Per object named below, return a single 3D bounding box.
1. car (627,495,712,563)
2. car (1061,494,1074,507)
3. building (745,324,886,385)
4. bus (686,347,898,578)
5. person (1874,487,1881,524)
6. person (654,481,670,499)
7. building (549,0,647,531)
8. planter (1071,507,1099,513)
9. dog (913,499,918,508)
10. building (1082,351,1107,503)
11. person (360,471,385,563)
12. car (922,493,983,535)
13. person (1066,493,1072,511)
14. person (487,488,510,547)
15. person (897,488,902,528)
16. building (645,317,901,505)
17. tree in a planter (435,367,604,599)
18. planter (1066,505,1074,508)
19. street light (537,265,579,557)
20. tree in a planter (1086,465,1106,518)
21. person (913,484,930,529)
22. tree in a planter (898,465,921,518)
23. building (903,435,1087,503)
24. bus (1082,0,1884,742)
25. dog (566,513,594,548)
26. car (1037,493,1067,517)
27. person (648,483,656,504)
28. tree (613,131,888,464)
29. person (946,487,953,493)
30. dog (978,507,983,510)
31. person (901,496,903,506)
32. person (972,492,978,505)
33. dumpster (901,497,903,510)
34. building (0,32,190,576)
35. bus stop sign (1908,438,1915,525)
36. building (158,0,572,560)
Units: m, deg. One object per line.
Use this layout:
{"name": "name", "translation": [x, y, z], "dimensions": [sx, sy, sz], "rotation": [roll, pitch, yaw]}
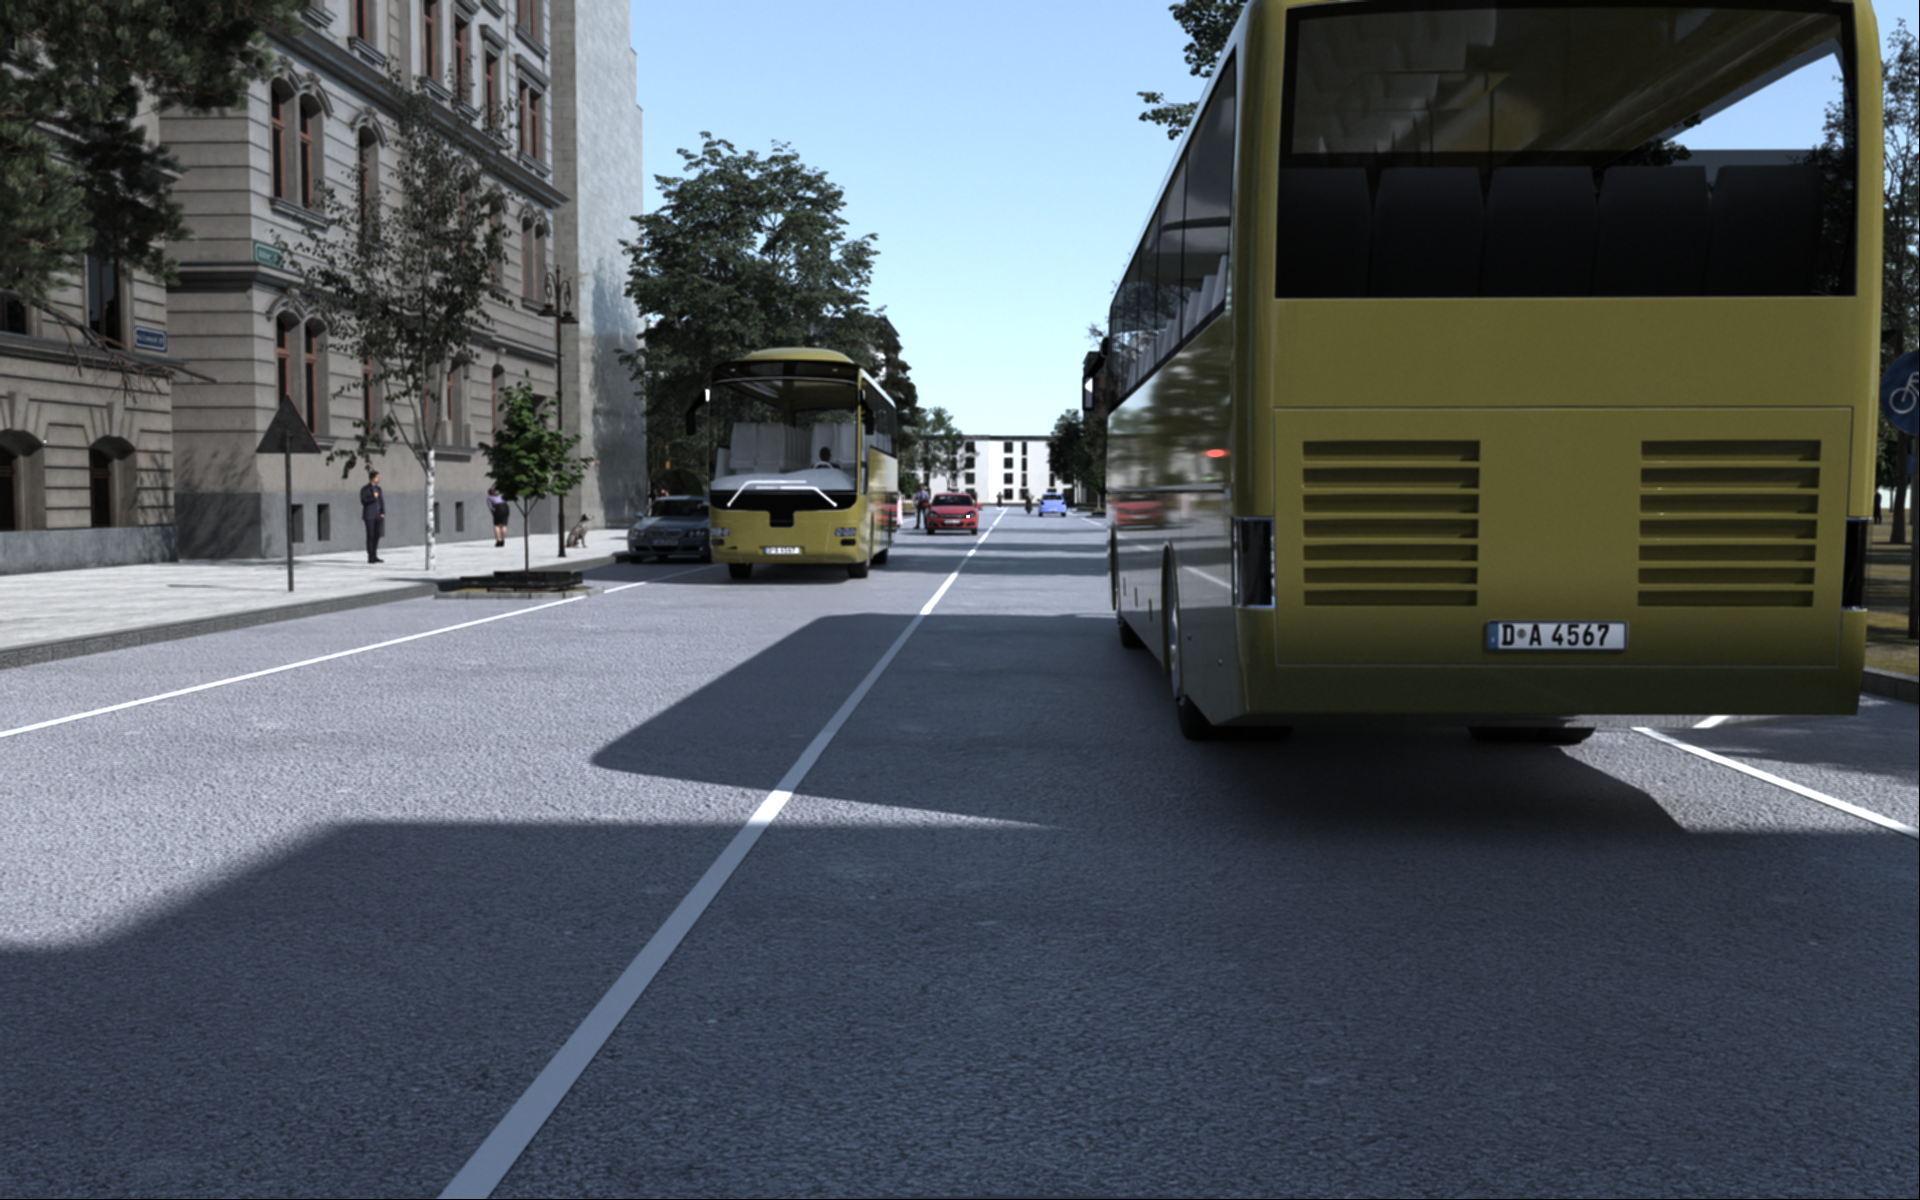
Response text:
{"name": "car", "translation": [-5.941, -1.553, 37.395], "dimensions": [2.014, 1.417, 4.499], "rotation": [0, 4, 1]}
{"name": "car", "translation": [11.215, -10.768, 185.849], "dimensions": [2.009, 1.686, 4.222], "rotation": [0, 4, 4]}
{"name": "building", "translation": [-16.158, -20.553, 192.468], "dimensions": [16.016, 20.091, 11.380], "rotation": [0, 4, 2]}
{"name": "bus", "translation": [-2.713, -2.520, 32.752], "dimensions": [2.896, 3.916, 12.252], "rotation": [0, 4, 1]}
{"name": "person", "translation": [40.382, -4.111, 76.426], "dimensions": [0.504, 1.737, 0.576], "rotation": [0, 4, -7]}
{"name": "person", "translation": [-8.174, -2.438, 47.367], "dimensions": [0.593, 1.643, 0.415], "rotation": [2, 4, 25]}
{"name": "building", "translation": [-21.139, -12.800, 64.025], "dimensions": [16.860, 20.320, 10.420], "rotation": [0, 4, 2]}
{"name": "planter", "translation": [9.594, -6.812, 132.520], "dimensions": [1.991, 0.319, 1.994], "rotation": [0, 4, 2]}
{"name": "dog", "translation": [-3.802, -8.619, 155.302], "dimensions": [0.800, 0.831, 0.513], "rotation": [0, 4, 5]}
{"name": "building", "translation": [34.966, -25.291, 257.482], "dimensions": [32.646, 21.610, 27.936], "rotation": [0, 4, 2]}
{"name": "person", "translation": [-10.925, -1.546, 32.237], "dimensions": [0.530, 1.710, 0.541], "rotation": [2, 4, 35]}
{"name": "car", "translation": [-0.268, -3.230, 61.855], "dimensions": [2.155, 1.783, 4.494], "rotation": [0, 4, 0]}
{"name": "person", "translation": [9.084, -8.170, 144.615], "dimensions": [0.613, 1.512, 0.480], "rotation": [2, 4, 26]}
{"name": "person", "translation": [-11.243, -2.007, 42.084], "dimensions": [0.421, 1.427, 0.697], "rotation": [-3, 5, -45]}
{"name": "person", "translation": [-2.705, -3.933, 73.478], "dimensions": [0.621, 1.740, 0.551], "rotation": [2, 4, 34]}
{"name": "building", "translation": [-24.353, -22.667, 214.577], "dimensions": [32.646, 21.610, 27.936], "rotation": [0, 4, 2]}
{"name": "tree in a planter", "translation": [-6.148, -1.667, 24.476], "dimensions": [1.991, 3.239, 1.994], "rotation": [0, 4, 2]}
{"name": "planter", "translation": [11.272, -9.882, 182.704], "dimensions": [1.991, 0.319, 1.994], "rotation": [0, 4, 2]}
{"name": "street light", "translation": [-8.096, -3.808, 35.049], "dimensions": [0.468, 5.910, 1.993], "rotation": [0, 4, 2]}
{"name": "tree in a planter", "translation": [8.690, -6.623, 105.502], "dimensions": [1.991, 3.239, 1.994], "rotation": [0, 4, 2]}
{"name": "person", "translation": [-1.604, -3.827, 70.948], "dimensions": [0.709, 1.838, 0.599], "rotation": [1, 4, 12]}
{"name": "tree in a planter", "translation": [-3.418, -6.659, 106.102], "dimensions": [1.991, 3.239, 1.994], "rotation": [0, 4, 2]}
{"name": "building", "translation": [4.317, -18.809, 249.680], "dimensions": [28.070, 9.664, 9.099], "rotation": [0, 4, 2]}
{"name": "bus", "translation": [2.569, -1.305, 12.877], "dimensions": [2.896, 3.916, 12.252], "rotation": [0, 4, 2]}
{"name": "dog", "translation": [-9.273, -1.669, 41.673], "dimensions": [0.800, 0.831, 0.513], "rotation": [2, 4, 30]}
{"name": "car", "translation": [5.846, -6.140, 109.977], "dimensions": [1.945, 1.707, 3.694], "rotation": [0, 4, 1]}
{"name": "person", "translation": [-12.134, -3.818, 69.289], "dimensions": [0.655, 1.722, 0.431], "rotation": [-3, 5, -42]}
{"name": "tree", "translation": [-7.529, -9.511, 62.165], "dimensions": [9.857, 13.997, 8.962], "rotation": [0, 3, 0]}
{"name": "person", "translation": [-0.648, -5.993, 106.361], "dimensions": [0.709, 1.838, 0.599], "rotation": [0, 4, 8]}
{"name": "dog", "translation": [1.783, -8.118, 152.925], "dimensions": [0.748, 0.427, 0.550], "rotation": [3, 4, 38]}
{"name": "person", "translation": [-6.656, -11.265, 193.408], "dimensions": [0.799, 1.438, 0.628], "rotation": [2, 4, 28]}
{"name": "person", "translation": [1.997, -13.267, 226.099], "dimensions": [0.721, 1.739, 1.217], "rotation": [-3, 5, -41]}
{"name": "dumpster", "translation": [-5.123, -7.915, 135.169], "dimensions": [1.264, 1.857, 1.865], "rotation": [0, 4, 2]}
{"name": "building", "translation": [-20.512, -12.003, 15.335], "dimensions": [14.460, 24.649, 34.723], "rotation": [0, 4, 2]}
{"name": "bus stop sign", "translation": [39.547, -5.037, 71.377], "dimensions": [0.837, 3.901, 0.837], "rotation": [2, 4, 32]}
{"name": "building", "translation": [-19.514, -15.718, 44.379], "dimensions": [14.401, 28.519, 23.554], "rotation": [0, 4, 2]}
